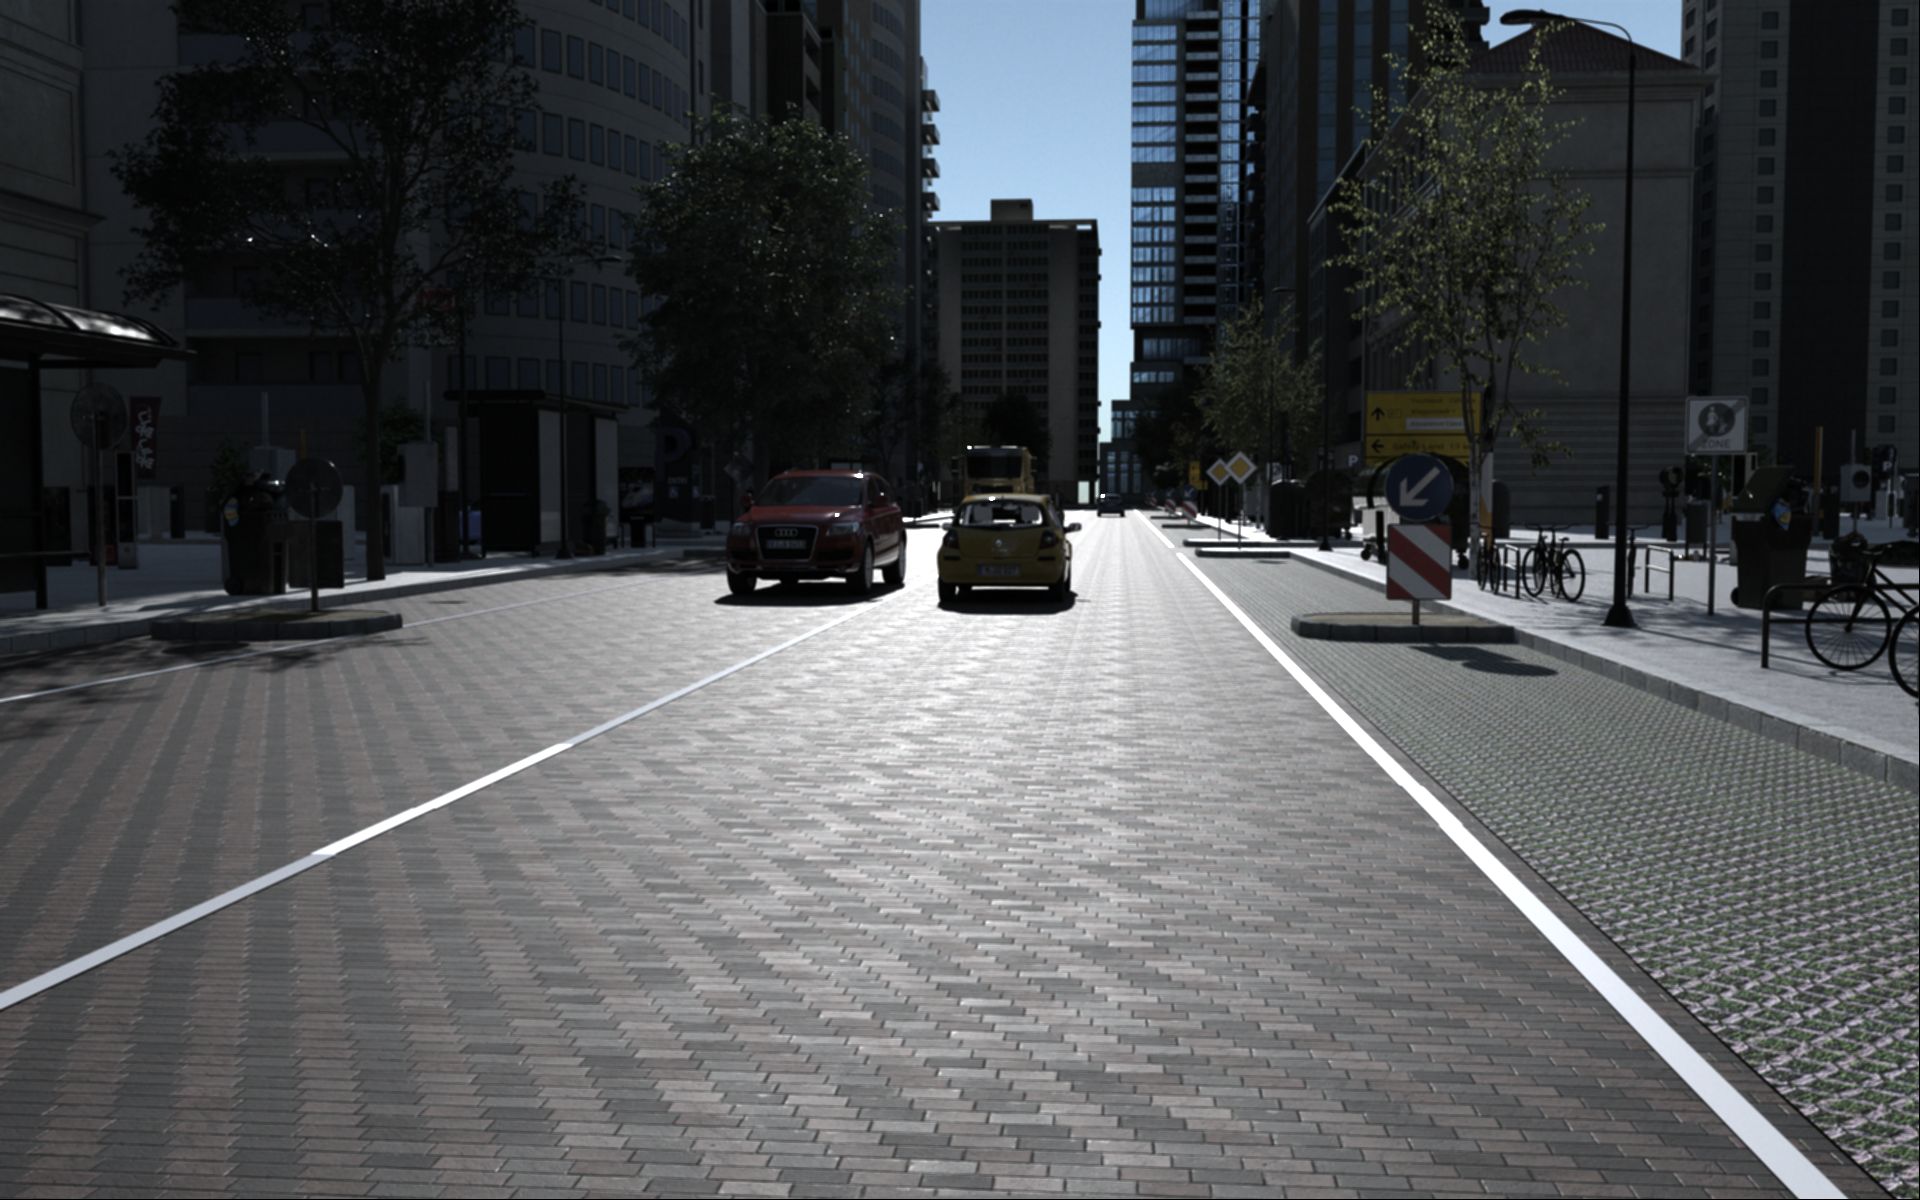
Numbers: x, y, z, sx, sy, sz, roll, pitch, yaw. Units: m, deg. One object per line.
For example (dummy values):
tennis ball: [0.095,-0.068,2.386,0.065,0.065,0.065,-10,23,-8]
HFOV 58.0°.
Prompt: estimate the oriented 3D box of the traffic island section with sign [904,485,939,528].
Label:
traffic island section with sign: [-1.909,-3.966,73.478,1.989,1.847,2.006,0,4,5]

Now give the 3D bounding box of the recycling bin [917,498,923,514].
recycling bin: [-2.790,-5.813,107.600,0.722,1.027,0.722,3,4,36]

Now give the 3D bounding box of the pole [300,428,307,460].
pole: [-20.228,-3.644,53.418,0.158,3.312,0.155,0,3,0]

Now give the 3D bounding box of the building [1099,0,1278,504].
building: [33.748,-55.666,222.816,31.000,86.520,22.319,0,4,5]

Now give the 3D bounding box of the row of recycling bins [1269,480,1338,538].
row of recycling bins: [10.304,-2.734,51.806,1.069,1.692,3.534,3,5,39]

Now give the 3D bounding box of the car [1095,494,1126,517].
car: [9.644,-6.040,110.755,2.014,1.417,4.499,0,4,4]

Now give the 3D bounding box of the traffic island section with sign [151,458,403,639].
traffic island section with sign: [-6.996,-0.581,18.120,1.989,1.847,2.006,0,4,5]

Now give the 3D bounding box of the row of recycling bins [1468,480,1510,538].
row of recycling bins: [15.493,-2.760,52.238,1.069,1.692,3.534,-1,4,-8]

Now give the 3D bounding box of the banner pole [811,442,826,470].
banner pole: [-5.765,-4.964,71.183,0.863,3.779,0.401,-1,4,-12]

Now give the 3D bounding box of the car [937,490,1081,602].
car: [0.692,-0.873,24.495,2.015,1.641,3.980,0,4,5]

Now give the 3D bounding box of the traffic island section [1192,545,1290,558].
traffic island section: [6.469,-1.083,39.981,2.009,0.180,2.903,0,4,5]

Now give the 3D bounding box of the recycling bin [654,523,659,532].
recycling bin: [-9.553,-2.709,56.851,0.722,1.027,0.722,2,4,27]

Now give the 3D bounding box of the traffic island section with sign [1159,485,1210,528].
traffic island section with sign: [9.489,-3.922,72.758,1.989,1.847,2.006,0,4,5]

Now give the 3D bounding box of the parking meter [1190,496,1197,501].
parking meter: [13.956,-5.820,103.572,0.372,1.533,0.369,0,3,0]

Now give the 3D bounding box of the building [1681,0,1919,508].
building: [83.007,-44.956,173.288,20.611,71.187,20.563,0,4,5]

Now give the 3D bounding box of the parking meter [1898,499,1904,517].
parking meter: [52.058,-5.507,95.746,0.255,1.863,0.399,0,4,7]

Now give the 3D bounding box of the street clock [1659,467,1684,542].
street clock: [19.138,-2.565,46.504,0.471,2.002,0.358,-1,4,-11]

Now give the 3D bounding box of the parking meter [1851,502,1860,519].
parking meter: [46.119,-5.103,89.138,0.255,1.863,0.399,0,4,-3]

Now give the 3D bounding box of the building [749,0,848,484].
building: [-14.706,-20.251,102.802,14.160,30.474,14.107,0,4,5]

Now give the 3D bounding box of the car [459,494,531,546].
car: [-12.558,-2.288,47.003,3.694,1.707,1.945,0,4,5]

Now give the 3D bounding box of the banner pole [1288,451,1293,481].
banner pole: [16.766,-6.056,89.035,0.863,3.779,0.401,3,4,37]

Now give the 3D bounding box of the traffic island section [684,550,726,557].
traffic island section: [-5.222,-1.148,41.056,2.009,0.180,2.903,0,4,5]

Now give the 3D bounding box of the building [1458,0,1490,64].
building: [32.971,-29.798,137.302,14.600,45.320,14.200,0,4,5]

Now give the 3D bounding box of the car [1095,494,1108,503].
car: [14.347,-9.699,170.374,2.131,1.459,4.920,0,4,4]

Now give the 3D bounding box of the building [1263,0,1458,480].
building: [34.293,-30.692,151.918,14.600,45.320,14.200,0,4,5]

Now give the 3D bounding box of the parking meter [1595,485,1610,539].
parking meter: [18.328,-2.508,49.410,0.372,1.533,0.369,0,3,0]

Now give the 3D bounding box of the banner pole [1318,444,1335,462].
banner pole: [18.312,-5.907,86.596,0.863,3.779,0.401,1,4,14]

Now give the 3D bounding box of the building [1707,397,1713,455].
building: [78.541,-36.746,220.402,30.456,49.044,23.786,0,4,5]

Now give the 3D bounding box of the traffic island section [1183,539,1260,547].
traffic island section: [7.200,-1.569,47.933,2.009,0.180,2.903,0,4,5]

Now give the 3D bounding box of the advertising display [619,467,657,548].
advertising display: [-7.681,-2.208,41.311,0.974,1.923,0.123,1,4,19]

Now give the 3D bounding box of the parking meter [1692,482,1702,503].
parking meter: [35.243,-4.719,82.868,0.255,1.863,0.399,-1,4,-17]

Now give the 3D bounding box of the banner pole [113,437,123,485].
banner pole: [-28.015,-4.141,57.722,0.401,3.779,0.863,0,4,-2]

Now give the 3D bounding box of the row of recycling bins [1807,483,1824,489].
row of recycling bins: [39.497,-4.441,79.730,1.069,1.692,3.534,1,4,18]

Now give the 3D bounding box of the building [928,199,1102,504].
building: [6.756,-32.972,230.972,23.993,40.220,32.217,0,4,5]

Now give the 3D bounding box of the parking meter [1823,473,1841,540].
parking meter: [24.521,-2.632,48.739,0.399,1.863,0.255,0,4,5]

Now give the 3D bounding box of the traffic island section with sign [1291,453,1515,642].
traffic island section with sign: [4.429,-0.551,17.644,1.989,1.847,2.006,0,4,5]

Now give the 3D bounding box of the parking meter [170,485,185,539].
parking meter: [-22.578,-2.541,49.952,0.372,1.533,0.369,0,3,0]

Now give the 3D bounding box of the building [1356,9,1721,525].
building: [25.732,-14.969,80.902,11.583,22.565,21.152,0,4,5]

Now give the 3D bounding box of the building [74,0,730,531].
building: [-22.159,-32.443,72.450,21.231,58.520,28.212,0,4,5]

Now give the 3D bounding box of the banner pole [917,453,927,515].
banner pole: [-2.399,-7.107,106.208,0.863,3.779,0.401,-3,4,-38]

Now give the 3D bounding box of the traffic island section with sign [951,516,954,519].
traffic island section with sign: [0.552,-5.608,100.321,1.989,1.847,2.006,0,4,5]

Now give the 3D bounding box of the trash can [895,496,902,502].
trash can: [-3.815,-5.789,106.297,0.748,1.137,0.748,0,3,0]

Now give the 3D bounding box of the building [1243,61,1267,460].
building: [39.980,-31.750,173.733,22.147,44.769,28.867,0,4,5]

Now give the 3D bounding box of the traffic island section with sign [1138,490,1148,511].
traffic island section with sign: [16.531,-8.601,149.260,1.989,1.847,2.006,0,4,5]

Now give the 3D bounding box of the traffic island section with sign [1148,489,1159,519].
traffic island section with sign: [11.956,-5.564,99.600,1.989,1.847,2.006,0,4,5]

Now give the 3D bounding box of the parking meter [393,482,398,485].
parking meter: [-19.427,-3.292,59.532,0.399,1.863,0.255,2,4,24]

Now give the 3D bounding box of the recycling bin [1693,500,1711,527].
recycling bin: [29.438,-3.427,68.580,0.722,1.027,0.722,2,4,29]

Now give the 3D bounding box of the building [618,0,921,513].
building: [-15.501,-37.395,153.410,21.231,58.520,28.212,0,4,5]

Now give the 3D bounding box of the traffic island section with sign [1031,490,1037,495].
traffic island section with sign: [7.667,-10.343,177.730,1.989,1.847,2.006,0,4,5]

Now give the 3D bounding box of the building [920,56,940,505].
building: [-17.743,-34.372,181.598,30.456,49.044,23.786,0,4,5]

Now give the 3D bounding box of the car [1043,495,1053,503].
car: [6.709,-7.870,141.035,2.083,1.381,4.827,0,4,5]

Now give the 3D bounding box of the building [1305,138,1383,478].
building: [29.948,-17.557,106.117,14.314,24.678,30.058,0,4,5]

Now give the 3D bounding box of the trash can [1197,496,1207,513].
trash can: [16.561,-6.532,118.453,0.748,1.137,0.748,0,3,0]

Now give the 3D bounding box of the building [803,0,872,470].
building: [-14.577,-29.463,131.834,14.600,45.320,14.200,0,4,5]

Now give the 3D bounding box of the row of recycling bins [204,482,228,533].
row of recycling bins: [-23.502,-3.032,56.686,3.534,1.692,1.069,3,4,36]

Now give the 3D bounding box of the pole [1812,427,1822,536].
pole: [25.973,-3.586,52.470,0.158,3.312,0.155,0,3,0]

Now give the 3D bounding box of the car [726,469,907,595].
car: [-2.090,-1.085,26.415,2.281,1.827,5.304,0,4,7]

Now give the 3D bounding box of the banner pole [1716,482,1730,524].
banner pole: [32.592,-5.167,74.491,0.863,3.779,0.401,-2,4,-24]
